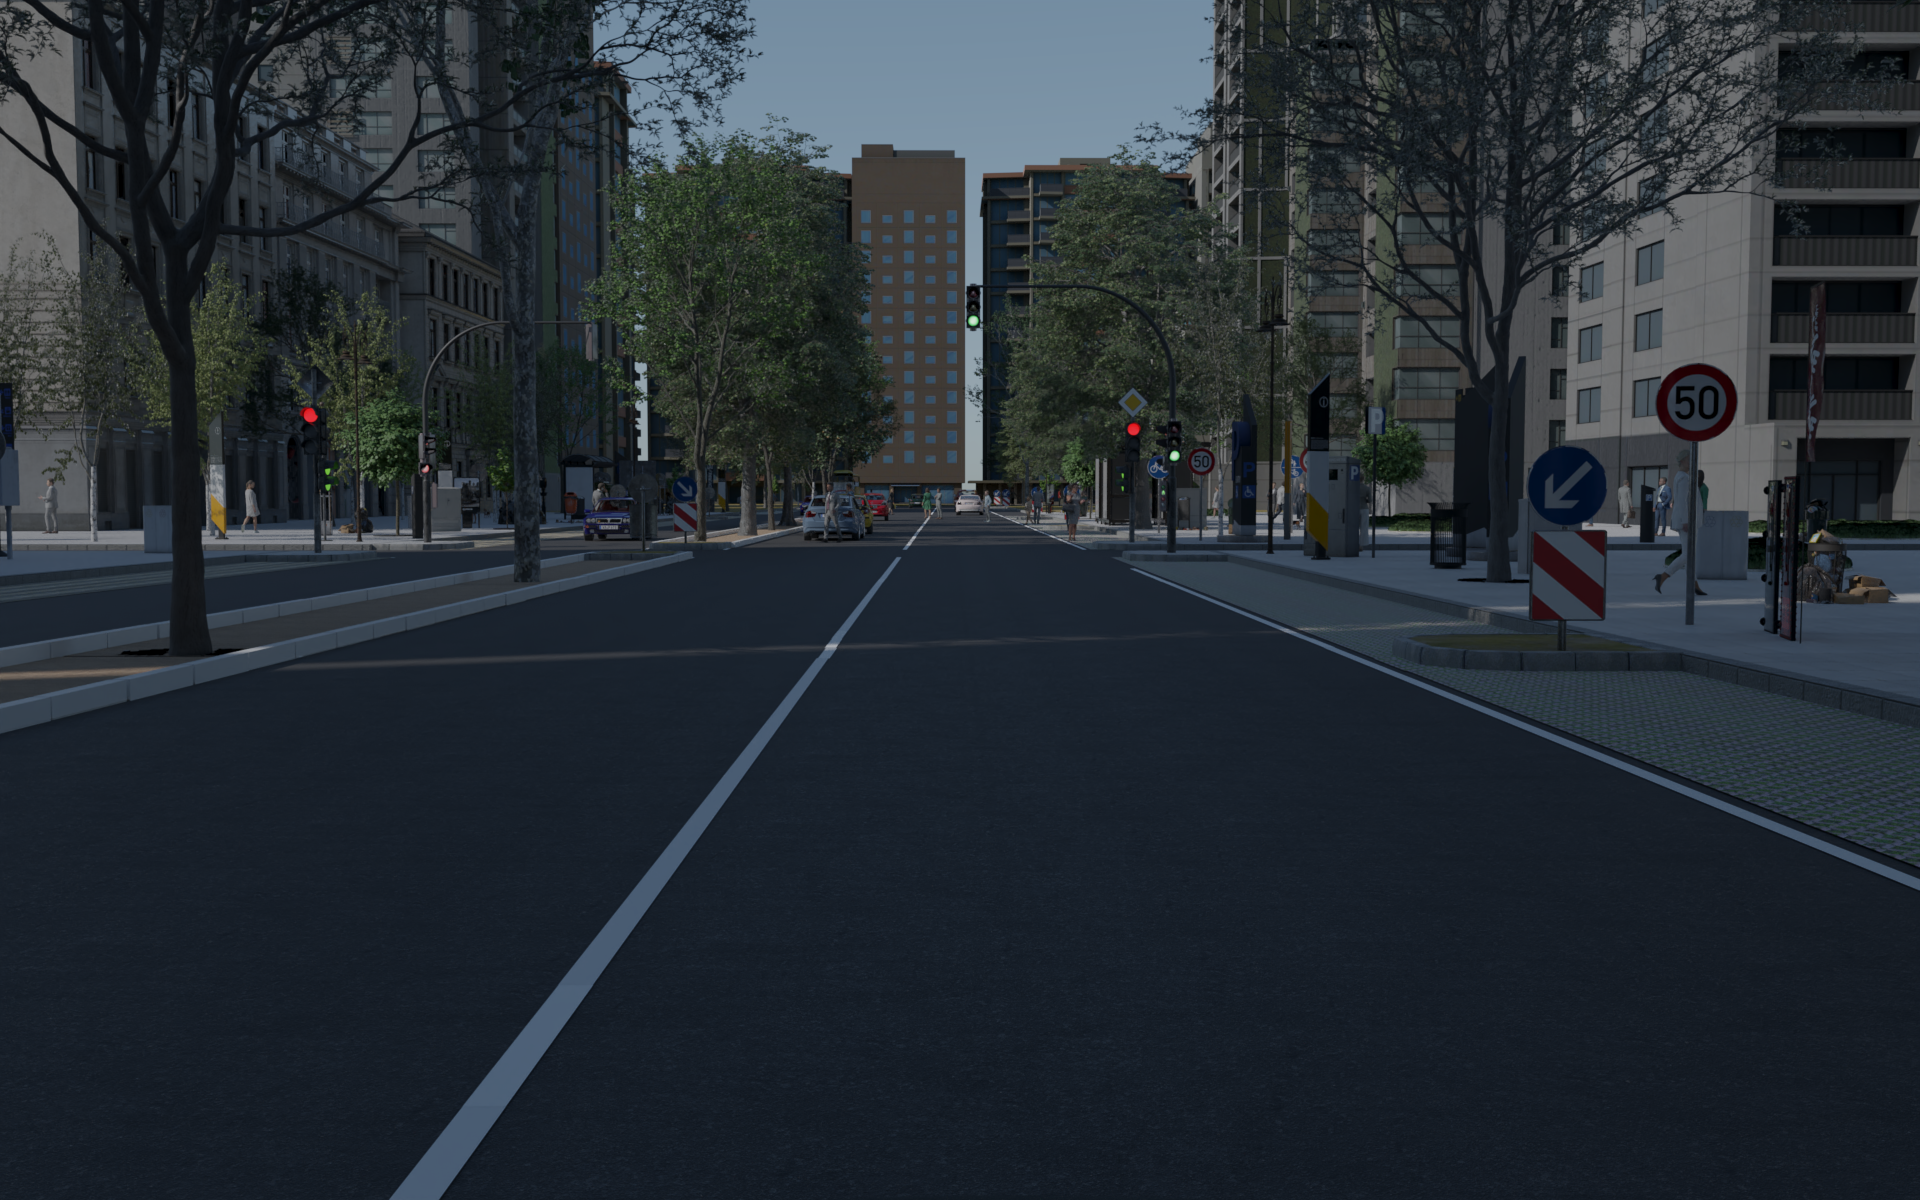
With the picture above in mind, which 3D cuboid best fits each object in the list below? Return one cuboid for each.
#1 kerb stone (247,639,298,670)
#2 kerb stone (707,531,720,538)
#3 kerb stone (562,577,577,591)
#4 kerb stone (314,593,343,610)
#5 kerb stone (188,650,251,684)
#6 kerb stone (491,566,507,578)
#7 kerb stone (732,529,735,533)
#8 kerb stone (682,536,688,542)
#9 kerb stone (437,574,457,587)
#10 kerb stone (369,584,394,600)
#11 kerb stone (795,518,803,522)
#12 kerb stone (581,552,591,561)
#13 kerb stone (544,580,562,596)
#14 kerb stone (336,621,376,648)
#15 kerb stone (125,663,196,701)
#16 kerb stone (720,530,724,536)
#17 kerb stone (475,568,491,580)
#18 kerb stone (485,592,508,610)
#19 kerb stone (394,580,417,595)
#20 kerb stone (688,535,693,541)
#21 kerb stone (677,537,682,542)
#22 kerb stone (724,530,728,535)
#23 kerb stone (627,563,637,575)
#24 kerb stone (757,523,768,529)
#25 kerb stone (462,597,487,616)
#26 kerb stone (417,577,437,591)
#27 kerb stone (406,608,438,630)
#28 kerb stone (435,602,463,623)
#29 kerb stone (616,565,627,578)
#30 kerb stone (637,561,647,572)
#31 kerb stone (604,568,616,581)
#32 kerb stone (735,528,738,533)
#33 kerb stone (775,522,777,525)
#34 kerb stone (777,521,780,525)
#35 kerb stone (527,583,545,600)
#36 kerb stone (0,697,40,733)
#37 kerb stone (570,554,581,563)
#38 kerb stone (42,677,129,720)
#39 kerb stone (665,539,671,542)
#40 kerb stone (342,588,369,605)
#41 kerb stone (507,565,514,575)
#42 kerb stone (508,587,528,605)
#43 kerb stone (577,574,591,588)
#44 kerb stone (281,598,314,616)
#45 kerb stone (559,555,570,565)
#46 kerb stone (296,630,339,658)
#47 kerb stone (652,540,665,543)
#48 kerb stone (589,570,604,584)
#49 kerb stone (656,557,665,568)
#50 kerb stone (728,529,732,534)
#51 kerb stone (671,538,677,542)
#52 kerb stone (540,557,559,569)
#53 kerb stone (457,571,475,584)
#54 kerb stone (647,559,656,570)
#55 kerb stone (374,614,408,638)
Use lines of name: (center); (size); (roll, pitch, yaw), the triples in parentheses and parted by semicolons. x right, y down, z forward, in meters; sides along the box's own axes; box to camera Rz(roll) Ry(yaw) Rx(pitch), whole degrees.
kerb stone: (-5.837, 0.469, 14.555); (0.120, 0.150, 1.000); (0, 4, 0)
kerb stone: (-8.276, -2.194, 58.086); (0.120, 0.150, 1.000); (0, 4, 0)
kerb stone: (-5.918, -0.222, 25.823); (0.120, 0.150, 1.000); (0, 4, 0)
kerb stone: (-7.986, 0.038, 21.667); (0.120, 0.150, 1.000); (0, 4, 0)
kerb stone: (-5.821, 0.530, 13.533); (0.120, 0.150, 1.000); (0, 4, 0)
kerb stone: (-8.043, -0.469, 29.858); (0.120, 0.150, 1.000); (0, 4, 0)
kerb stone: (-8.304, -2.445, 62.197); (0.120, 0.150, 1.000); (0, 4, 0)
kerb stone: (-8.212, -1.756, 50.901); (0.120, 0.150, 1.000); (0, 4, 0)
kerb stone: (-8.027, -0.281, 26.789); (0.120, 0.150, 1.000); (0, 4, 0)
kerb stone: (-7.999, -0.093, 23.710); (0.120, 0.150, 1.000); (0, 4, 0)
kerb stone: (-8.522, -4.264, 91.906); (0.120, 0.150, 1.000); (0, 4, 0)
kerb stone: (-8.105, -0.908, 37.040); (0.120, 0.150, 1.000); (0, 4, 0)
kerb stone: (-5.914, -0.159, 24.801); (0.120, 0.150, 1.000); (0, 4, 0)
kerb stone: (-5.853, 0.342, 16.603); (0.120, 0.150, 1.000); (0, 4, 0)
kerb stone: (-5.811, 0.593, 12.495); (0.120, 0.150, 1.000); (0, 4, 0)
kerb stone: (-8.278, -2.258, 59.108); (0.120, 0.150, 1.000); (0, 4, 0)
kerb stone: (-8.042, -0.401, 28.833); (0.120, 0.150, 1.000); (0, 4, 0)
kerb stone: (-5.894, 0.030, 21.727); (0.120, 0.150, 1.000); (0, 4, 0)
kerb stone: (-8.013, -0.156, 24.743); (0.120, 0.150, 1.000); (0, 4, 0)
kerb stone: (-8.216, -1.818, 51.923); (0.120, 0.150, 1.000); (0, 4, 0)
kerb stone: (-8.202, -1.688, 49.879); (0.120, 0.150, 1.000); (0, 4, 0)
kerb stone: (-8.281, -2.319, 60.130); (0.120, 0.150, 1.000); (0, 4, 0)
kerb stone: (-5.957, -0.531, 30.933); (0.120, 0.150, 1.000); (0, 4, 0)
kerb stone: (-8.378, -3.131, 73.463); (0.120, 0.150, 1.000); (0, 4, 0)
kerb stone: (-5.884, 0.091, 20.703); (0.120, 0.150, 1.000); (0, 4, 0)
kerb stone: (-8.020, -0.218, 25.765); (0.120, 0.150, 1.000); (0, 4, 0)
kerb stone: (-5.861, 0.217, 18.651); (0.120, 0.150, 1.000); (0, 4, 0)
kerb stone: (-5.872, 0.154, 19.675); (0.120, 0.150, 1.000); (0, 4, 0)
kerb stone: (-5.956, -0.471, 29.911); (0.120, 0.150, 1.000); (0, 4, 0)
kerb stone: (-5.966, -0.596, 31.955); (0.120, 0.150, 1.000); (0, 4, 0)
kerb stone: (-5.944, -0.409, 28.889); (0.120, 0.150, 1.000); (0, 4, 0)
kerb stone: (-8.308, -2.509, 63.223); (0.120, 0.150, 1.000); (0, 4, 0)
kerb stone: (-8.409, -3.381, 77.554); (0.120, 0.150, 1.000); (0, 4, 0)
kerb stone: (-8.437, -3.572, 80.633); (0.120, 0.150, 1.000); (0, 4, 0)
kerb stone: (-5.908, -0.095, 23.780); (0.120, 0.150, 1.000); (0, 4, 0)
kerb stone: (-5.803, 0.719, 10.444); (0.120, 0.150, 1.000); (0, 4, 0)
kerb stone: (-8.099, -0.845, 36.004); (0.120, 0.150, 1.000); (0, 4, 0)
kerb stone: (-5.814, 0.656, 11.466); (0.120, 0.150, 1.000); (0, 4, 0)
kerb stone: (-8.192, -1.568, 47.834); (0.120, 0.150, 1.000); (0, 4, 0)
kerb stone: (-7.999, -0.030, 22.689); (0.120, 0.150, 1.000); (0, 4, 0)
kerb stone: (-8.059, -0.532, 30.886); (0.120, 0.150, 1.000); (0, 4, 0)
kerb stone: (-5.887, -0.034, 22.753); (0.120, 0.150, 1.000); (0, 4, 0)
kerb stone: (-5.928, -0.276, 26.846); (0.120, 0.150, 1.000); (0, 4, 0)
kerb stone: (-7.977, 0.095, 20.645); (0.120, 0.150, 1.000); (0, 4, 0)
kerb stone: (-8.091, -0.778, 34.982); (0.120, 0.150, 1.000); (0, 4, 0)
kerb stone: (-5.846, 0.407, 15.578); (0.120, 0.150, 1.000); (0, 4, 0)
kerb stone: (-8.173, -1.505, 46.807); (0.120, 0.150, 1.000); (0, 4, 0)
kerb stone: (-5.934, -0.347, 27.867); (0.120, 0.150, 1.000); (0, 4, 0)
kerb stone: (-5.978, -0.722, 34.008); (0.120, 0.150, 1.000); (0, 4, 0)
kerb stone: (-8.283, -2.384, 61.174); (0.120, 0.150, 1.000); (0, 4, 0)
kerb stone: (-8.195, -1.631, 48.857); (0.120, 0.150, 1.000); (0, 4, 0)
kerb stone: (-8.077, -0.719, 33.955); (0.120, 0.150, 1.000); (0, 4, 0)
kerb stone: (-8.032, -0.343, 27.810); (0.120, 0.150, 1.000); (0, 4, 0)
kerb stone: (-5.973, -0.656, 32.982); (0.120, 0.150, 1.000); (0, 4, 0)
kerb stone: (-5.859, 0.280, 17.625); (0.120, 0.150, 1.000); (0, 4, 0)
